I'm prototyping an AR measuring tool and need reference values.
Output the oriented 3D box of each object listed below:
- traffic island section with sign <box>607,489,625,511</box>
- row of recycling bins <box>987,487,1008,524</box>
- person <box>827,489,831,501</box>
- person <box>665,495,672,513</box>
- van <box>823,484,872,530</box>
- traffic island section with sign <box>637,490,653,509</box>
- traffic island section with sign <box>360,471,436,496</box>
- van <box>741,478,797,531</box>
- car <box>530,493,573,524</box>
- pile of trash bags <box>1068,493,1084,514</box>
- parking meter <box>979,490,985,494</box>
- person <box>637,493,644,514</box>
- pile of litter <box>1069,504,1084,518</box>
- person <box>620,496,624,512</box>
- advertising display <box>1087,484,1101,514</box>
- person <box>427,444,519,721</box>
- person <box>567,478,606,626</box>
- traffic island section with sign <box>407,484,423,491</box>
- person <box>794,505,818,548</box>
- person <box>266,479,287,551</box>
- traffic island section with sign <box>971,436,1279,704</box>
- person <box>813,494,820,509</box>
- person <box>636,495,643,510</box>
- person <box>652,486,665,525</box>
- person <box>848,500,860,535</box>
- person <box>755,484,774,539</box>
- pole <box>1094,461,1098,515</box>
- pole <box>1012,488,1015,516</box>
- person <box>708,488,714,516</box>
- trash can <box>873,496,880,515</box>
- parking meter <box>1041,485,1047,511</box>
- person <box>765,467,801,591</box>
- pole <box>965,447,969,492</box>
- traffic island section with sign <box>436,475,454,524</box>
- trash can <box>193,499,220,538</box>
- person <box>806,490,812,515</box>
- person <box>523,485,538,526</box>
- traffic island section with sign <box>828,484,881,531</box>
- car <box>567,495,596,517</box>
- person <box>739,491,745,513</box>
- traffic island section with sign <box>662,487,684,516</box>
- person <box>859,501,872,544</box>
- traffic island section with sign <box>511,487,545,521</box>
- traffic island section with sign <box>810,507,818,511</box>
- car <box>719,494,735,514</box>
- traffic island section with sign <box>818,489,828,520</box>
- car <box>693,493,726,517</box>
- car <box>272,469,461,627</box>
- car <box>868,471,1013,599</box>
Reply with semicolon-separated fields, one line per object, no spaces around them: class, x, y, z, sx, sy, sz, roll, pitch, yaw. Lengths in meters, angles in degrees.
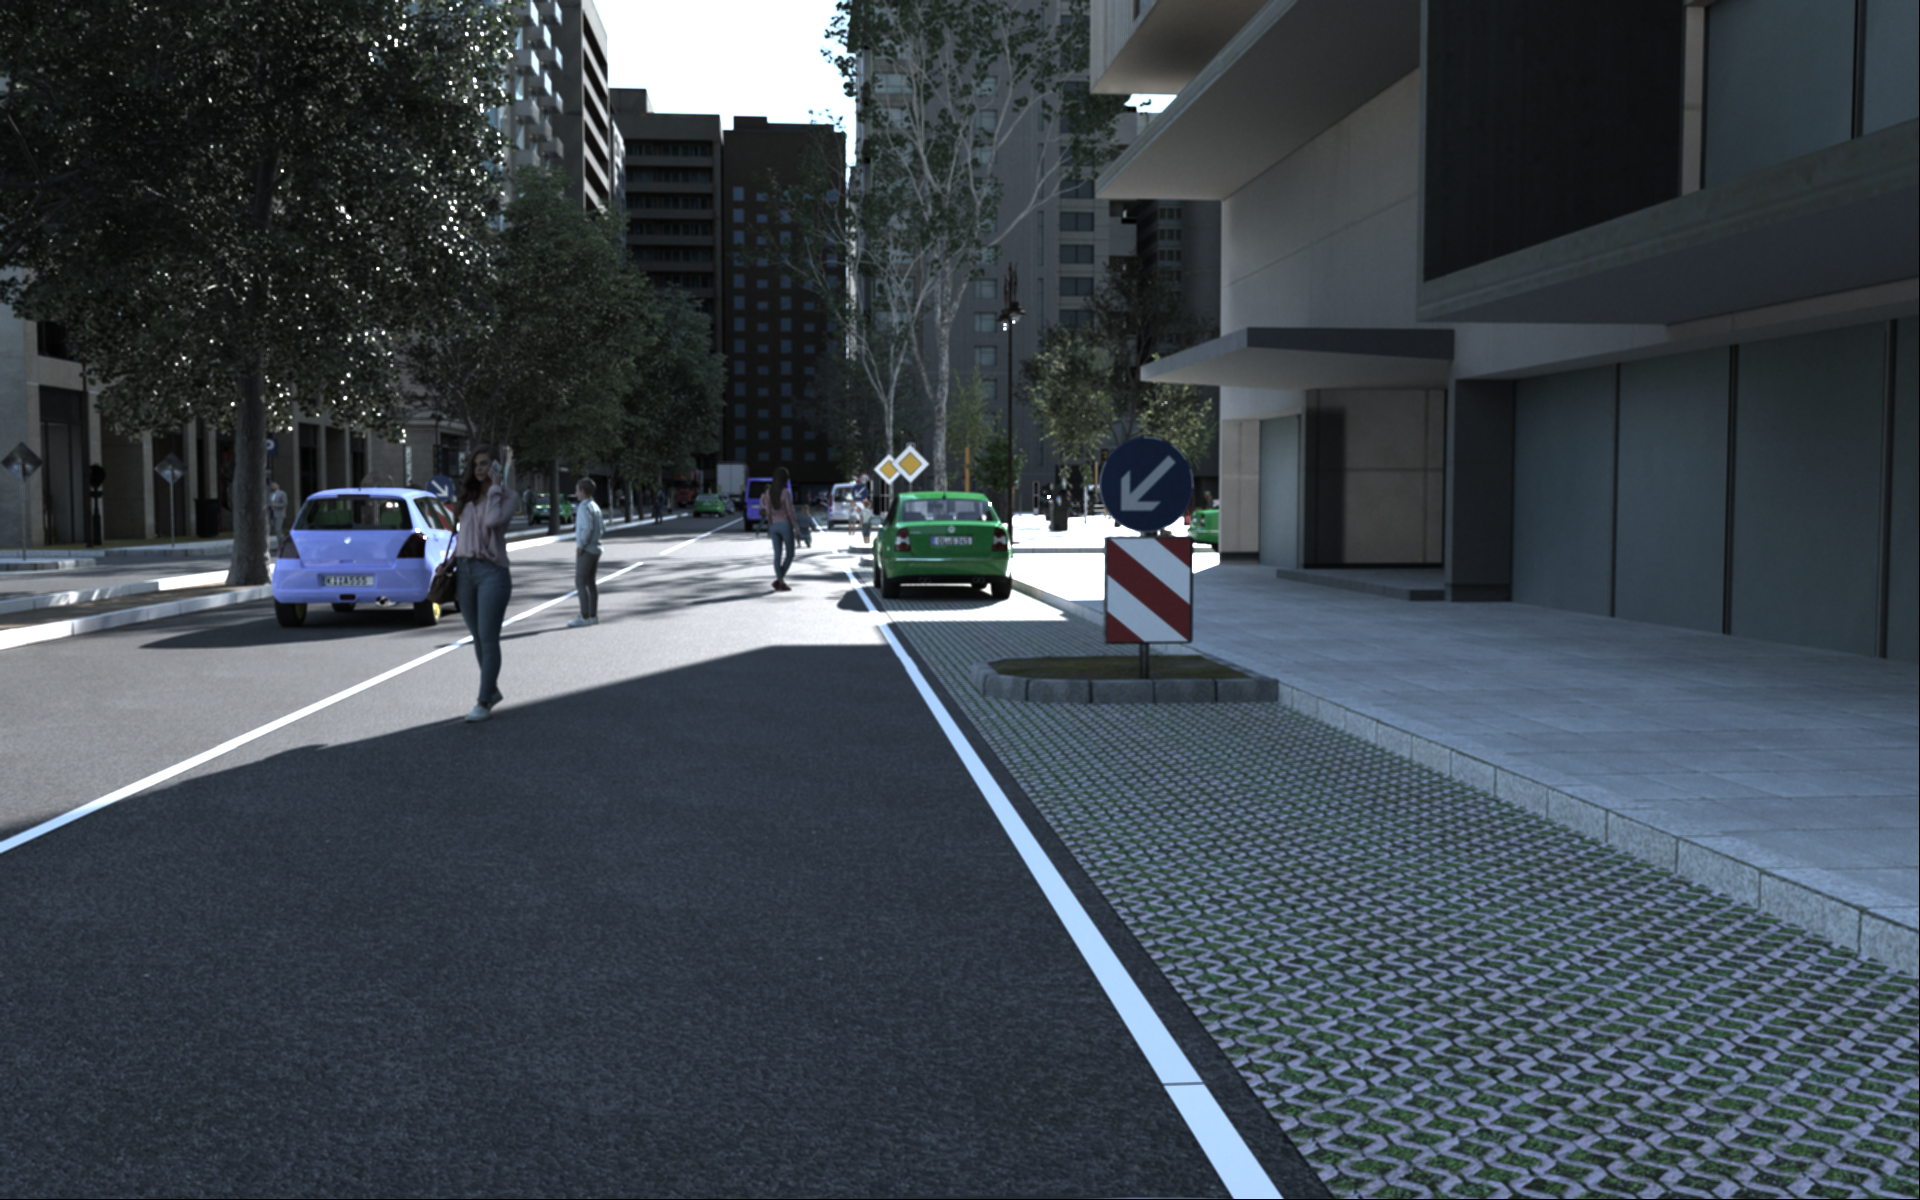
traffic island section with sign;-28.023;-8.198;142.665;1.989;1.847;2.006;0;4;-5
row of recycling bins;1.676;-4.262;76.801;1.069;1.692;3.534;0;4;0
person;-10.556;-8.044;140.028;0.705;1.823;1.348;-1;4;-21
person;-22.179;-7.502;131.873;0.721;1.735;1.217;2;4;26
van;-4.583;-3.896;70.715;2.013;2.044;4.112;0;4;-5
traffic island section with sign;-30.544;-9.839;169.503;1.989;1.847;2.006;0;4;-5
traffic island section with sign;-11.653;-1.595;34.208;2.006;1.907;1.989;0;4;-5
van;-7.548;-3.920;68.476;2.240;2.365;5.245;0;4;-6
car;-19.823;-4.591;83.864;1.959;1.807;4.718;0;4;-7
pile of trash bags;7.544;-6.452;115.235;1.912;1.369;3.447;-1;4;-13
parking meter;1.458;-6.543;115.384;0.372;1.533;0.369;0;3;0
person;-23.418;-7.257;126.776;0.705;1.869;1.348;-2;4;-24
pile of litter;6.135;-4.878;93.724;1.176;0.858;1.719;0;4;-1
person;-26.362;-7.596;135.887;0.628;1.438;0.799;0;4;1
advertising display;8.548;-6.444;110.574;0.974;1.923;0.123;-2;4;-32
person;-3.058;-0.125;11.138;0.593;1.750;0.643;1;4;22
person;-4.094;-0.533;19.023;0.330;1.601;0.589;1;4;16
traffic island section with sign;-20.781;-3.500;65.849;1.989;1.847;2.006;0;4;-5
person;-4.298;-1.989;46.511;1.012;1.151;0.738;-1;4;-10
person;-17.198;-2.126;43.454;0.606;1.804;0.583;2;4;24
traffic island section with sign;1.111;-0.249;12.704;1.989;1.847;2.006;0;4;-5
person;-12.463;-8.496;150.640;0.697;1.427;0.421;2;4;35
person;-28.613;-8.924;154.280;0.709;1.838;0.599;1;4;16
person;-14.103;-4.434;81.174;0.721;1.800;0.419;3;5;43
person;-3.642;-2.837;59.906;0.505;1.210;0.382;1;4;17
person;-6.289;-2.861;55.861;0.643;1.750;0.593;3;5;40
pole;8.504;-7.002;108.326;0.158;3.312;0.155;0;3;0
pole;3.172;-6.685;103.149;0.158;3.312;0.155;0;3;0
person;-16.082;-6.317;111.556;0.659;1.850;0.755;1;4;10
trash can;-4.895;-5.650;104.027;0.748;1.137;0.748;0;3;0
parking meter;5.331;-6.366;109.794;0.399;1.863;0.255;0;4;-4
person;-2.610;-1.046;25.610;0.555;1.821;0.388;1;4;21
pole;0.308;-4.979;75.246;0.158;3.312;0.155;0;3;0
traffic island section with sign;-12.338;-2.046;41.584;2.006;1.907;1.989;0;4;-5
trash can;-22.108;-2.397;50.850;0.748;1.137;0.748;0;3;0
person;-10.472;-6.842;121.083;0.721;1.743;1.217;0;4;2
person;-19.351;-4.248;78.056;0.679;1.850;0.850;0;4;-3
traffic island section with sign;-4.034;-3.595;67.411;1.989;1.847;2.006;0;4;-5
car;-21.224;-5.164;96.428;2.014;1.417;4.499;0;4;-6
person;-16.706;-7.533;133.135;0.593;1.643;0.415;-1;4;-13
traffic island section with sign;-19.393;-6.621;116.391;2.006;1.907;1.989;0;4;-5
person;-2.499;-1.993;45.776;0.332;1.250;0.352;1;4;14
traffic island section with sign;-23.325;-5.153;92.882;1.989;1.847;2.006;0;4;-5
traffic island section with sign;-13.865;-9.980;171.806;1.989;1.847;2.006;0;4;-5
car;-16.968;-6.779;122.831;2.014;1.417;4.499;0;4;-4
traffic island section with sign;-6.567;-5.237;94.247;1.989;1.847;2.006;0;4;-5
car;-15.621;-6.063;107.920;1.959;1.807;4.718;0;4;-4
car;-6.675;-0.641;20.074;1.945;1.707;3.694;0;4;-7
car;-0.320;-0.994;25.044;1.959;1.807;4.718;0;4;-5
